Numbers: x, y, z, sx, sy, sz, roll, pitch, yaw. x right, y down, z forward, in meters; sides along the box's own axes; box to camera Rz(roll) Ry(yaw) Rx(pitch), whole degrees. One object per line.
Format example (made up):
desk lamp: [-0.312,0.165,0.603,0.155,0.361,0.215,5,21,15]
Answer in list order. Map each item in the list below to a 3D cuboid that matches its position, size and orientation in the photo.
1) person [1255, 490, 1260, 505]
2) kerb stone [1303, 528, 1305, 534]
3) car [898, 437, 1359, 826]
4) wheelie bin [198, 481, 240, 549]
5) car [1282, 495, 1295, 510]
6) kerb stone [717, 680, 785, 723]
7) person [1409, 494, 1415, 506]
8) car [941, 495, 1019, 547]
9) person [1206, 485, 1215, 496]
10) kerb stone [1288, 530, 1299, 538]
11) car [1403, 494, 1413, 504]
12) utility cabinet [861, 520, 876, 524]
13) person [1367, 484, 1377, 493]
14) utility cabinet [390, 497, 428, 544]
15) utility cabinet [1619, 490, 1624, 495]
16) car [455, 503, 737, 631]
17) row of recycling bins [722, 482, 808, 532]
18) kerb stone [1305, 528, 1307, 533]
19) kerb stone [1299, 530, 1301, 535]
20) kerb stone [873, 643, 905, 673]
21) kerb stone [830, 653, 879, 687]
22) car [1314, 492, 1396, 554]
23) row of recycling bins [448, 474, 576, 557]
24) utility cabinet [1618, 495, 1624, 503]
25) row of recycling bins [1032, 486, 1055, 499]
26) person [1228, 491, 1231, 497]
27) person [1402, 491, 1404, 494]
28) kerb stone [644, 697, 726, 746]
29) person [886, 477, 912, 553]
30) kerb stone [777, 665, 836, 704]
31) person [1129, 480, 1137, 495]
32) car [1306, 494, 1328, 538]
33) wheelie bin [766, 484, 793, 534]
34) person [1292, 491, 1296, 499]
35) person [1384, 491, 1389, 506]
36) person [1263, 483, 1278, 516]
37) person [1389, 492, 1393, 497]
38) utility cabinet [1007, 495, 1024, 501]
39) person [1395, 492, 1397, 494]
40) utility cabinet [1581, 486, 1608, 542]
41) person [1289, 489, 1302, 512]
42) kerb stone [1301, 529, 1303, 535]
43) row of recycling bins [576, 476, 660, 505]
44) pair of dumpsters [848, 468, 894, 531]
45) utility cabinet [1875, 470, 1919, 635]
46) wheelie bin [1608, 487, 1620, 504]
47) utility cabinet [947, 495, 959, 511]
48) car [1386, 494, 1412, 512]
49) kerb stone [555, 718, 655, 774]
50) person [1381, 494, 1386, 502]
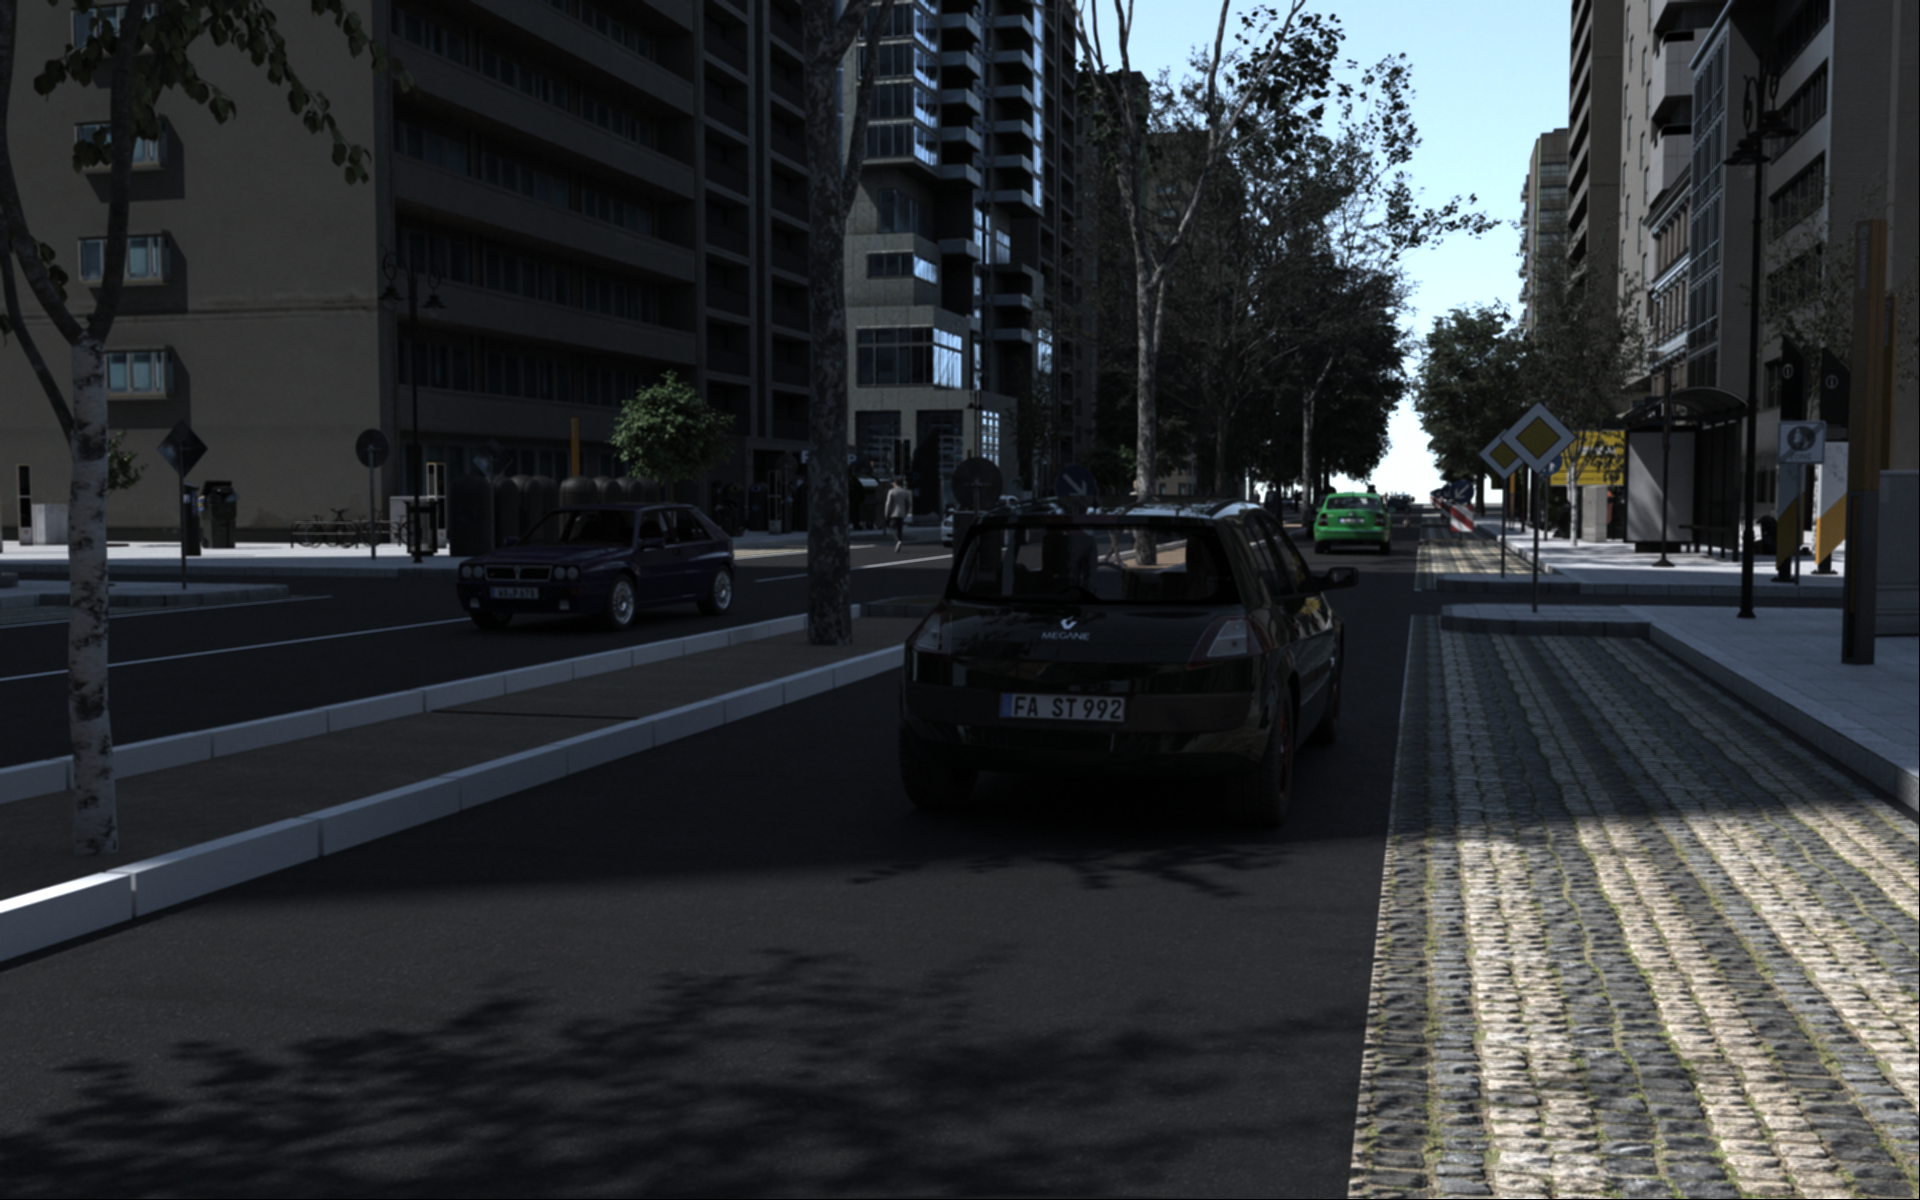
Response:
person: [19.112,-6.253,111.648,0.530,1.710,0.541,-2,4,-30]
kerb stone: [12.025,-2.391,61.294,0.120,0.150,1.000,1,4,15]
car: [1.010,0.047,9.021,2.009,1.686,4.222,1,4,17]
wheelie bin: [-17.467,-2.018,40.904,0.693,1.594,0.980,3,5,41]
car: [30.167,-9.060,160.711,1.945,1.354,3.894,1,4,14]
kerb stone: [-1.391,0.666,11.305,0.120,0.150,1.000,1,4,15]
person: [53.271,-11.784,204.355,0.799,1.438,0.628,1,4,15]
car: [0.774,-2.199,47.954,2.014,1.417,4.499,1,4,14]
person: [9.735,-3.609,67.906,0.834,1.777,0.661,-2,4,-31]
kerb stone: [11.232,-2.208,58.329,0.120,0.150,1.000,1,4,15]
car: [41.098,-9.221,160.983,2.015,1.641,3.980,1,4,14]
utility cabinet: [-4.294,-4.308,79.110,0.318,1.500,1.173,-2,4,-35]
person: [16.991,-3.859,71.565,0.573,1.828,0.580,-2,4,-32]
utility cabinet: [-14.122,-2.045,44.594,1.020,1.237,0.306,-1,4,-10]
utility cabinet: [36.771,-5.384,96.702,1.173,1.500,0.318,-2,4,-35]
car: [-3.981,-0.421,19.468,1.945,1.354,3.894,1,4,17]
row of recycling bins: [-6.551,-3.223,59.814,3.534,1.692,1.069,1,4,14]
kerb stone: [12.294,-2.452,62.280,0.120,0.150,1.000,1,4,15]
kerb stone: [11.500,-2.270,59.316,0.120,0.150,1.000,1,4,15]
kerb stone: [-0.599,0.492,14.271,0.120,0.150,1.000,1,4,15]
kerb stone: [-0.854,0.545,13.281,0.120,0.150,1.000,1,4,15]
car: [9.712,-2.070,42.638,1.959,1.807,4.718,1,4,15]
row of recycling bins: [-9.637,-1.826,36.971,1.069,1.692,3.534,1,4,18]
utility cabinet: [34.671,-4.895,91.198,1.020,1.237,0.306,2,4,30]
row of recycling bins: [4.559,-5.126,90.918,1.069,1.692,3.534,-1,4,-13]
person: [23.046,-8.512,148.476,0.445,1.727,0.742,0,4,-4]
person: [65.127,-15.033,254.305,1.348,1.823,0.705,-1,4,-16]
kerb stone: [-1.658,0.728,10.319,0.120,0.150,1.000,1,4,15]
person: [-1.497,-2.097,42.627,0.661,1.843,0.795,-1,4,-23]
kerb stone: [-1.121,0.606,12.294,0.120,0.150,1.000,1,4,15]
person: [4.460,-2.108,43.314,0.624,1.780,0.694,-3,4,-38]
car: [12.629,-2.810,57.734,2.131,1.459,4.920,1,4,17]
wheelie bin: [-5.828,-2.956,56.242,0.980,1.594,0.693,1,4,17]
person: [41.131,-12.482,212.577,1.348,1.824,0.705,3,4,37]
person: [51.296,-12.211,208.674,0.721,1.766,1.217,-3,5,-40]
person: [11.017,-3.224,61.239,0.654,1.822,0.581,-3,5,-41]
person: [46.939,-10.941,188.321,0.436,1.711,0.756,0,4,7]
utility cabinet: [2.462,-4.119,78.513,0.306,1.237,1.020,-3,4,-38]
person: [55.614,-12.977,221.386,1.217,1.736,0.721,-3,5,-40]
utility cabinet: [16.804,-2.276,45.898,0.318,1.500,1.173,0,4,3]
person: [26.839,-7.922,138.168,1.348,1.807,0.705,-2,4,-34]
kerb stone: [11.762,-2.329,60.307,0.120,0.150,1.000,1,4,15]
row of recycling bins: [-8.118,-2.047,40.579,1.069,1.692,3.534,1,4,21]
pair of dumpsters: [-3.481,-3.649,62.151,1.574,2.255,4.437,1,4,15]
utility cabinet: [8.675,-0.430,15.714,1.173,1.500,0.318,-1,4,-11]
wheelie bin: [31.124,-4.586,82.884,0.693,1.594,0.980,-1,4,-17]
utility cabinet: [-0.164,-5.101,94.564,1.020,1.237,0.306,1,4,13]
car: [34.540,-7.603,136.316,2.014,1.417,4.499,1,4,17]
kerb stone: [-1.927,0.787,9.332,0.120,0.150,1.000,1,4,15]
person: [48.679,-11.486,199.554,1.065,1.426,0.557,1,4,15]
